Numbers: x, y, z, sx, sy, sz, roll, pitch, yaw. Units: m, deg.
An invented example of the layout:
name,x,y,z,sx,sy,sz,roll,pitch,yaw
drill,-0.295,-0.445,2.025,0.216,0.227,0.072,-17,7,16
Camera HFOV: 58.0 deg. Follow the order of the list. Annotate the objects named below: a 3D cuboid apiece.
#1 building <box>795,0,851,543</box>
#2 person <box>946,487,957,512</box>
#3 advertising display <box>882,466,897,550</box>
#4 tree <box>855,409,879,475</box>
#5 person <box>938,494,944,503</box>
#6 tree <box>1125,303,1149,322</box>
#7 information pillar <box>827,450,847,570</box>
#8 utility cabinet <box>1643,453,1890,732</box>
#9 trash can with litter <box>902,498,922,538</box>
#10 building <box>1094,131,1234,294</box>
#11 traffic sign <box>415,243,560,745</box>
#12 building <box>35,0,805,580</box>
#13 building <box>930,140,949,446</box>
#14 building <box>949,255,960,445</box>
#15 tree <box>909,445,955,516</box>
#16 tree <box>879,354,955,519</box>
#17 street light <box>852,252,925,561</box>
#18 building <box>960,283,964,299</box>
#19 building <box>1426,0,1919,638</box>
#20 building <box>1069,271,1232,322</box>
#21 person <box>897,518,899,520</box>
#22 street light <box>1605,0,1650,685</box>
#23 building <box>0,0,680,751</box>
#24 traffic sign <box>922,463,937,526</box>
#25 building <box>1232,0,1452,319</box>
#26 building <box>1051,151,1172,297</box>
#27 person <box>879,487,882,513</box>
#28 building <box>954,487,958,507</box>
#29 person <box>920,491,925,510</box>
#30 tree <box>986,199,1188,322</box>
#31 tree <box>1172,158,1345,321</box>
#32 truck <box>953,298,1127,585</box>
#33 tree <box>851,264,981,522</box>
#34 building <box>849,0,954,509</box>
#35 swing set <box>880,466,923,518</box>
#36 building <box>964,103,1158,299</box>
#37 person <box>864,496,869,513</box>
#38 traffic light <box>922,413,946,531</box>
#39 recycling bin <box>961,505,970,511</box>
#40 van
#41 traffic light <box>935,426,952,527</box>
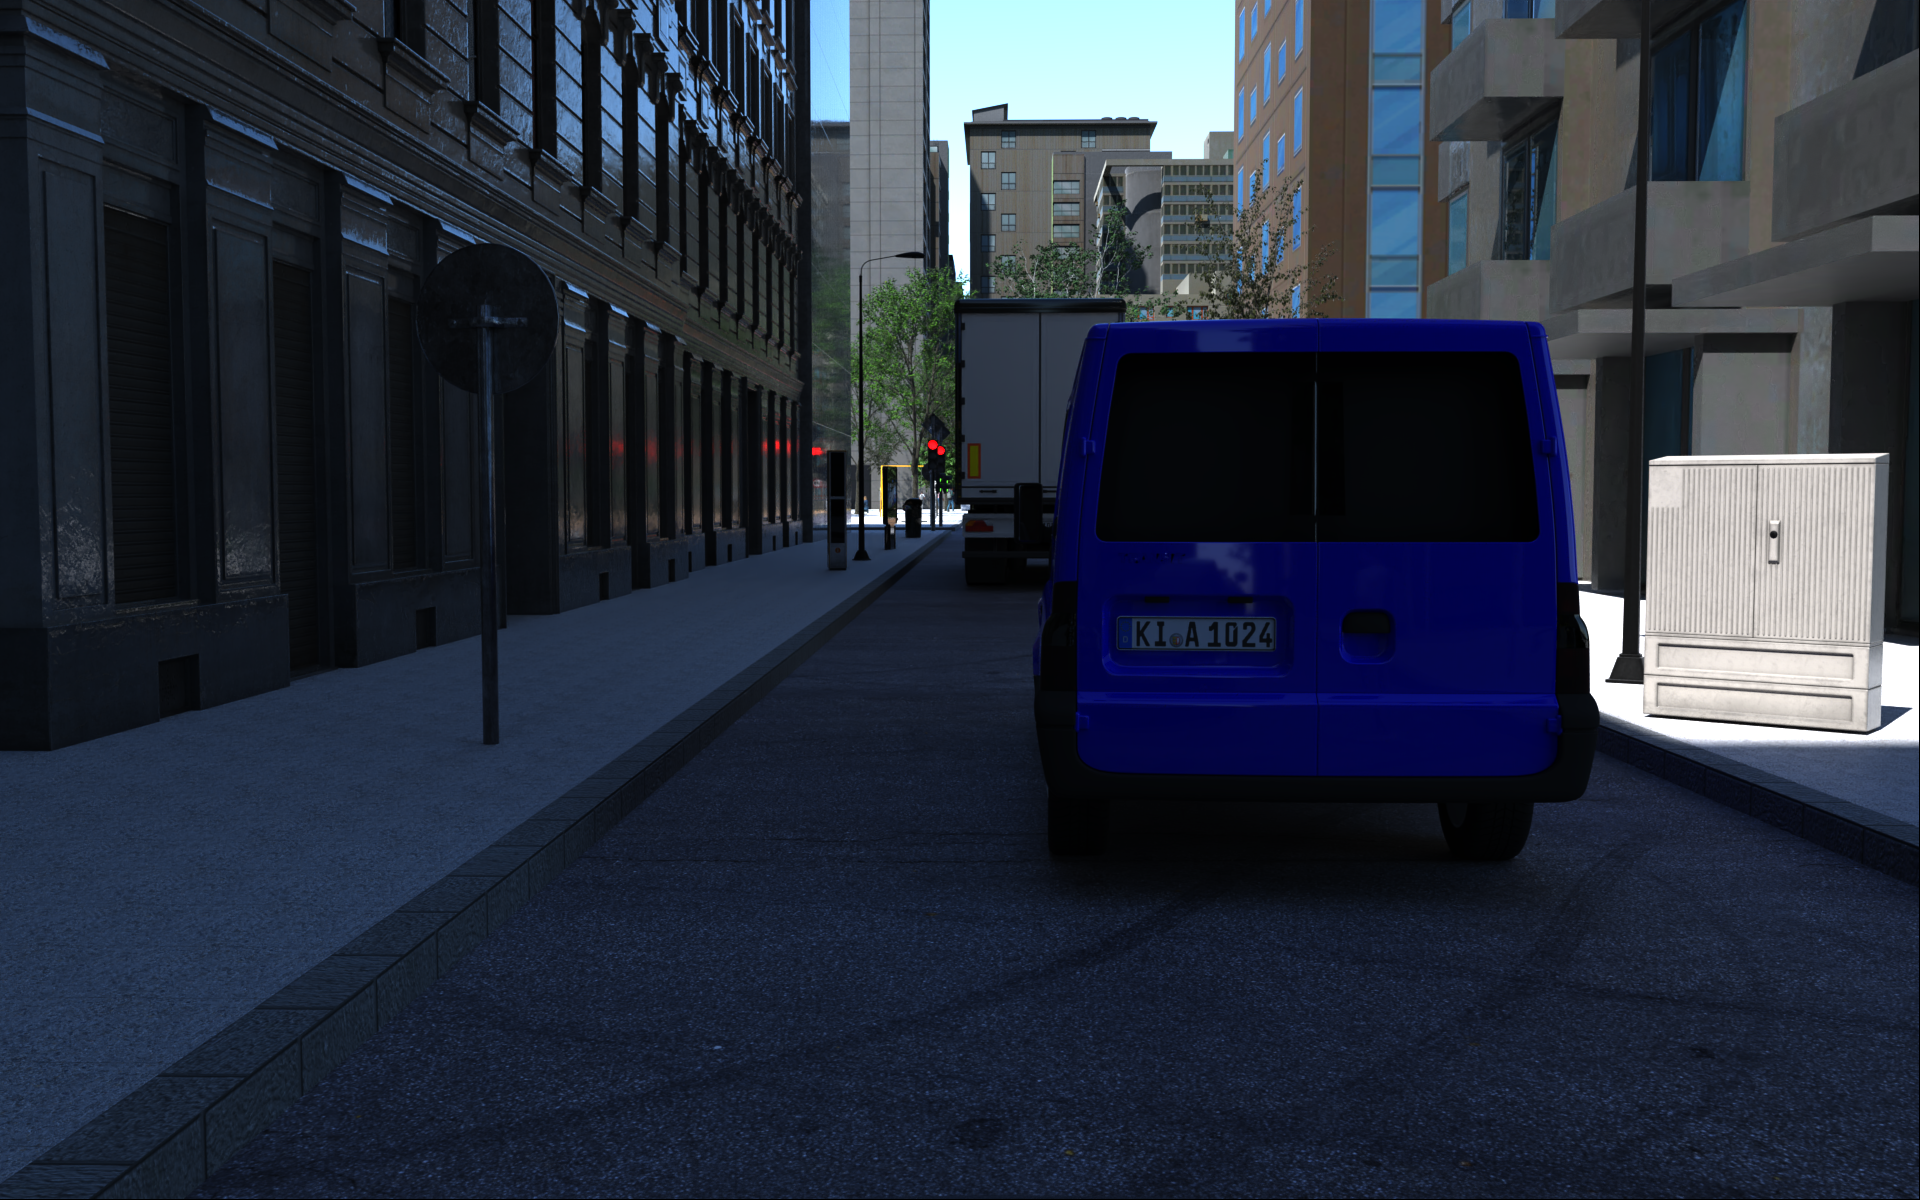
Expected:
name,x,y,z,sx,sy,sz,roll,pitch,yaw
building,-13.684,-14.258,51.138,19.932,24.808,12.078,0,4,1
person,-0.611,-6.981,120.170,0.713,1.824,0.794,0,4,-5
advertising display,-1.617,-2.132,40.069,0.123,1.923,0.974,1,4,11
tree,-6.231,-11.612,140.222,4.360,8.622,3.978,0,3,0
person,-1.615,-8.226,141.120,0.593,1.750,0.643,1,4,20
tree,7.546,-10.302,94.185,9.928,11.665,9.643,0,3,0
information pillar,-2.075,-1.510,29.176,0.304,2.012,0.304,-1,4,-10
utility cabinet,4.456,-0.058,9.629,1.173,1.500,0.318,3,5,41
trash can with litter,-1.457,-2.422,50.983,0.624,1.170,1.055,-1,4,-11
building,27.615,-30.473,190.122,32.217,40.220,23.993,0,4,1
traffic sign,-2.410,-0.533,8.822,0.768,2.556,0.104,0,4,8
building,-8.936,-11.382,35.241,9.793,20.994,18.267,0,4,1
building,-8.427,-31.262,194.731,14.154,41.232,14.086,0,4,1
building,-7.463,-26.796,209.815,14.107,30.474,14.160,0,4,1
tree,-1.347,-7.157,100.733,4.285,4.588,4.351,0,3,0
tree,-1.106,-8.517,89.621,4.360,8.622,3.978,0,3,0
street light,-1.365,-3.720,33.362,1.470,5.913,1.316,0,4,1
building,-6.421,-28.399,236.030,14.107,30.474,14.160,0,4,1
building,18.631,-24.441,19.222,23.786,49.044,30.456,0,4,1
building,23.654,-19.528,164.327,27.650,21.520,28.899,0,4,1
person,-3.040,-4.296,76.379,0.850,1.850,0.679,-3,5,-40
street light,4.036,-2.393,11.667,1.470,5.913,1.316,0,4,1
building,-9.020,-10.266,17.005,9.793,20.994,18.267,0,4,1
traffic sign,-1.155,-4.221,69.114,0.768,2.556,0.104,1,4,8
building,15.831,-24.438,49.675,14.600,45.320,14.200,0,4,1
building,18.009,-32.164,209.478,14.154,41.232,14.086,0,4,1
person,-5.355,-6.939,119.678,0.526,1.800,0.537,-1,4,-14
building,-16.478,-29.605,175.930,32.217,40.220,23.993,0,4,1
person,-3.044,-7.812,136.371,0.523,1.515,0.503,2,4,31
tree,8.033,-15.685,112.340,12.611,20.169,13.585,0,3,0
tree,6.557,-5.430,39.150,4.360,8.622,3.978,0,3,0
truck,1.391,-2.540,30.446,2.839,4.237,11.283,0,4,3
tree,-1.980,-9.335,78.381,9.928,11.665,9.643,0,3,0
building,-10.812,-43.691,152.595,20.563,71.187,20.611,0,4,1
swing set,-2.786,-5.976,95.335,3.119,2.851,2.862,0,4,-5
building,14.531,-39.924,241.996,27.495,52.752,28.713,0,4,1
person,-6.500,-6.393,116.059,0.738,1.151,1.012,2,4,26
traffic light,-0.912,-4.352,60.082,0.839,4.253,0.868,0,4,1
recycling bin,0.444,-7.376,133.145,0.722,1.027,0.722,0,4,-5
van,1.353,-0.250,8.475,2.240,2.365,5.245,0,4,3
traffic light,-0.737,-4.841,68.065,0.839,4.253,0.868,0,4,1
